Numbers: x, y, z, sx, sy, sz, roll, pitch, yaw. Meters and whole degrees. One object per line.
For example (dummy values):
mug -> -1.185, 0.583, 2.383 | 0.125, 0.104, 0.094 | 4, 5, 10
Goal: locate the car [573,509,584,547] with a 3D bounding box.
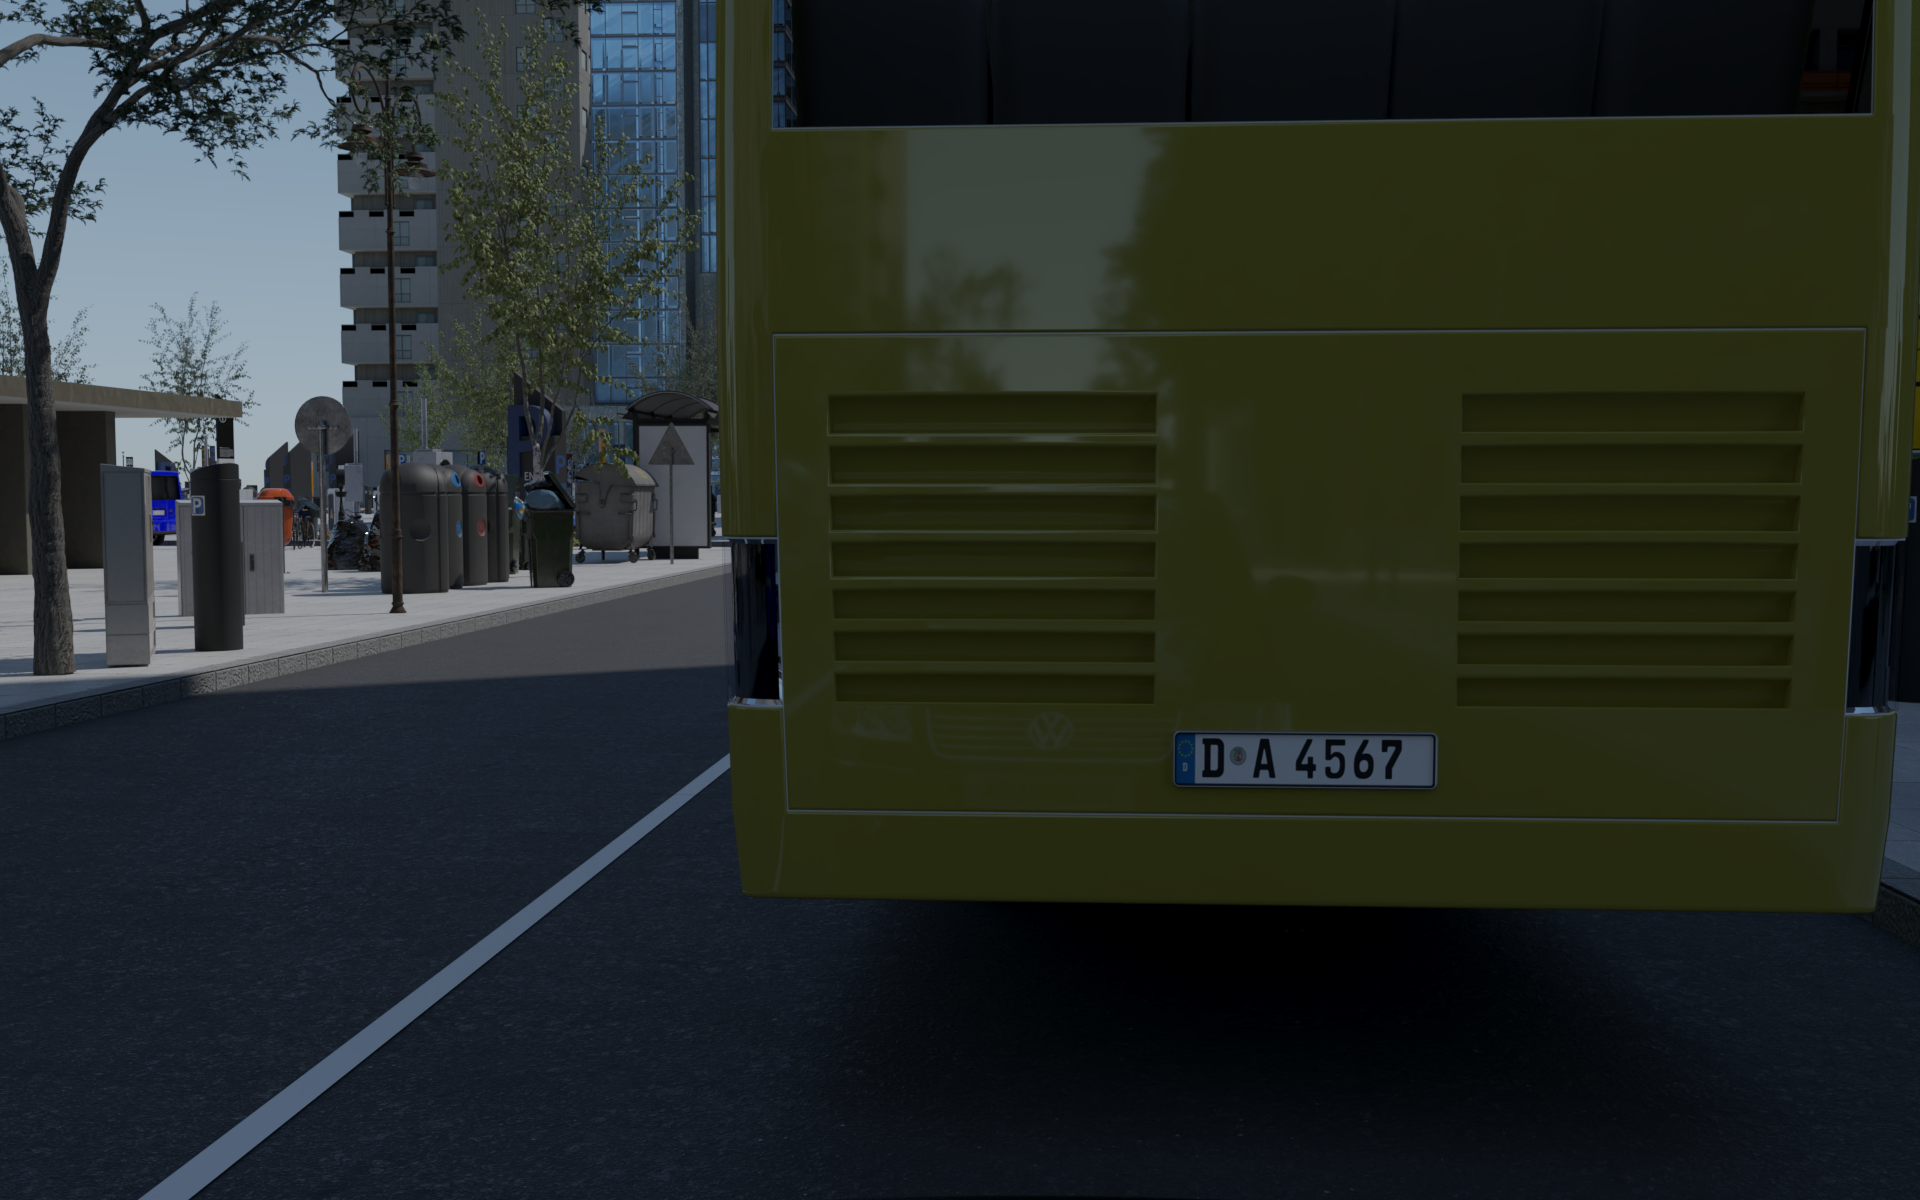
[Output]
car -> -10.544, -2.086, 43.705 | 3.694, 1.707, 1.945 | 0, 4, 2

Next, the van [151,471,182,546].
van -> -23.308, -2.517, 45.536 | 5.245, 2.365, 2.240 | 0, 4, 3

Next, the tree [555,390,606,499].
tree -> -26.137, -10.216, 117.393 | 4.360, 8.622, 3.978 | 0, 3, 0

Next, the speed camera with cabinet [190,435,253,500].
speed camera with cabinet -> -25.196, -3.961, 59.104 | 0.660, 3.252, 2.038 | 2, 4, 31

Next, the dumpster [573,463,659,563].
dumpster -> -6.521, -1.653, 32.778 | 1.264, 1.857, 1.865 | 0, 4, 4

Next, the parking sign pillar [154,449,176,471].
parking sign pillar -> -47.911, -7.106, 104.652 | 1.447, 3.967, 1.447 | 2, 4, 31

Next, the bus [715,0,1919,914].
bus -> 1.099, -1.108, 9.670 | 2.896, 3.916, 12.252 | 0, 4, 4

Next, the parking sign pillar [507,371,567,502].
parking sign pillar -> -9.229, -3.015, 37.763 | 1.447, 3.967, 1.447 | 2, 4, 25

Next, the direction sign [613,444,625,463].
direction sign -> -15.540, -5.323, 79.030 | 0.876, 3.537, 0.379 | 3, 5, 43

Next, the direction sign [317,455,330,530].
direction sign -> -22.204, -4.185, 60.428 | 0.876, 3.537, 0.379 | 3, 5, 43

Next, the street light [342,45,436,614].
street light -> -6.060, -2.795, 18.492 | 0.468, 5.910, 1.993 | 0, 4, 4

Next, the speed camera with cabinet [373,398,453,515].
speed camera with cabinet -> -11.030, -2.494, 35.121 | 0.660, 3.252, 2.038 | 1, 4, 13

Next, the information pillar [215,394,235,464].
information pillar -> -17.272, -3.020, 40.724 | 0.183, 3.616, 0.504 | 1, 4, 22

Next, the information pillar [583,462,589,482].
information pillar -> -26.892, -8.153, 124.659 | 0.504, 3.616, 0.183 | -2, 4, -27

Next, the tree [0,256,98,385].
tree -> -28.576, -6.250, 52.543 | 4.360, 8.622, 3.978 | 0, 3, 0

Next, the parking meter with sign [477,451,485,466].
parking meter with sign -> -18.600, -4.521, 70.180 | 1.738, 3.016, 0.543 | 1, 4, 10

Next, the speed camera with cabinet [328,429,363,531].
speed camera with cabinet -> -18.837, -3.588, 53.005 | 0.660, 3.252, 2.038 | -2, 4, -33

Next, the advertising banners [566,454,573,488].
advertising banners -> -17.151, -4.775, 74.257 | 0.090, 3.025, 2.074 | 1, 4, 20

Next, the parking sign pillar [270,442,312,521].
parking sign pillar -> -29.342, -5.397, 76.719 | 1.447, 3.967, 1.447 | 1, 4, 21

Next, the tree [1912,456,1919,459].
tree -> 15.902, -2.743, 28.562 | 4.285, 4.588, 4.351 | 0, 3, 0

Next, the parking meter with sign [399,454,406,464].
parking meter with sign -> -23.633, -4.833, 75.285 | 1.738, 3.016, 0.543 | 1, 4, 23

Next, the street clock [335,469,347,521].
street clock -> -17.938, -2.791, 50.210 | 0.358, 2.002, 0.471 | -1, 4, -18

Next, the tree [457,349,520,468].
tree -> -23.198, -8.326, 86.497 | 4.360, 8.622, 3.978 | 0, 3, 0

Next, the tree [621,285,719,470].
tree -> -9.291, -6.733, 60.448 | 4.360, 8.622, 3.978 | 0, 3, 0

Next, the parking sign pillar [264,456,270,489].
parking sign pillar -> -34.995, -6.129, 88.681 | 1.447, 3.967, 1.447 | 2, 4, 24

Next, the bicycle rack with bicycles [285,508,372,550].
bicycle rack with bicycles -> -15.035, -1.669, 40.674 | 2.852, 0.926, 2.925 | 0, 4, 1

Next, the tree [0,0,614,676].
tree -> -6.474, -4.769, 12.382 | 8.767, 10.594, 7.601 | 0, 4, -7

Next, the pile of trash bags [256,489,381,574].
pile of trash bags -> -10.083, -1.183, 29.094 | 3.447, 1.369, 1.912 | -3, 5, -44

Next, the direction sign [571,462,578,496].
direction sign -> -27.514, -7.990, 122.633 | 0.876, 3.537, 0.379 | -1, 4, -17

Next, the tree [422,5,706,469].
tree -> -6.350, -4.661, 26.563 | 4.737, 8.622, 4.395 | 0, 3, 0

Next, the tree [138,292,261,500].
tree -> -28.273, -6.943, 63.885 | 4.360, 8.622, 3.978 | 0, 3, 0

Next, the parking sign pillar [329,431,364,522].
parking sign pillar -> -26.091, -5.197, 73.440 | 1.447, 3.967, 1.447 | 2, 4, 27
